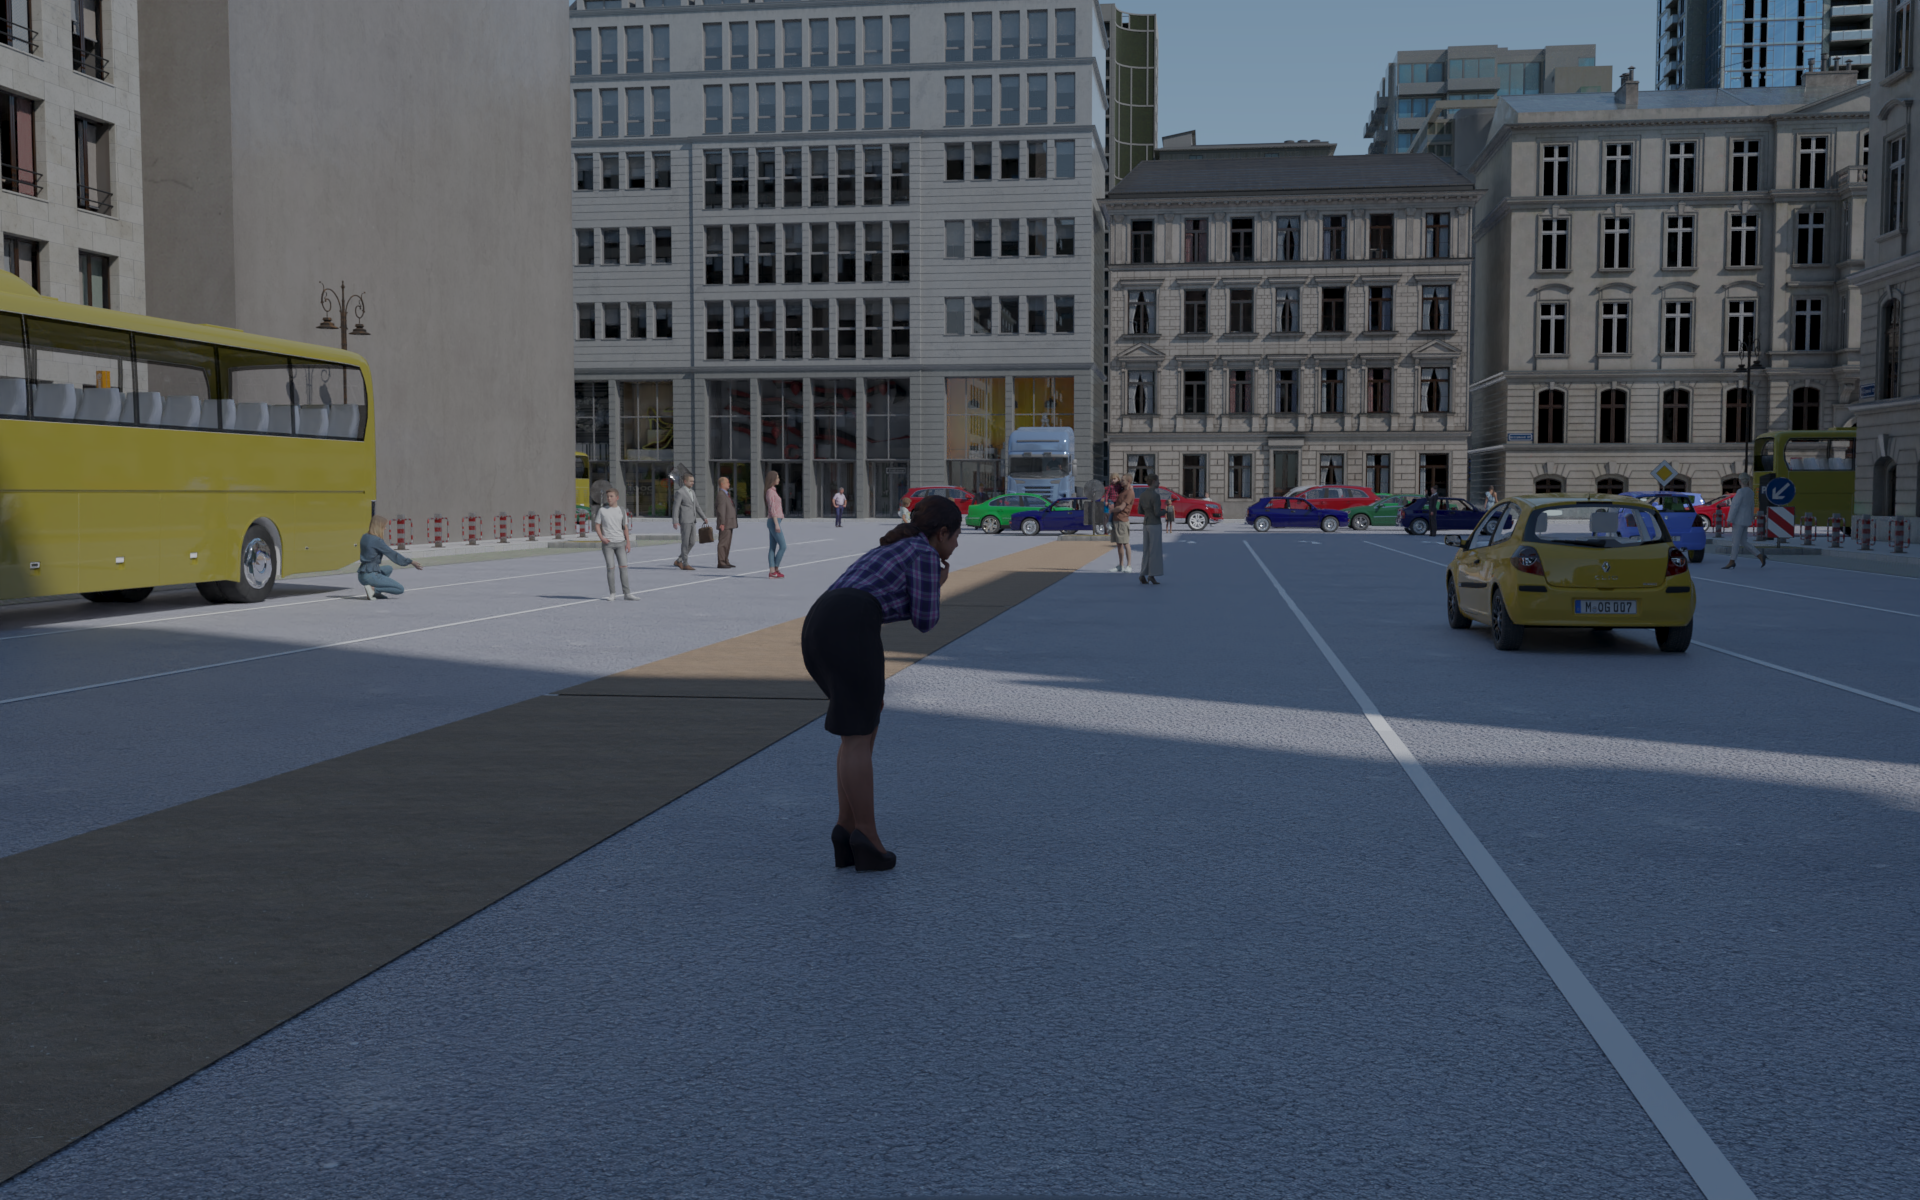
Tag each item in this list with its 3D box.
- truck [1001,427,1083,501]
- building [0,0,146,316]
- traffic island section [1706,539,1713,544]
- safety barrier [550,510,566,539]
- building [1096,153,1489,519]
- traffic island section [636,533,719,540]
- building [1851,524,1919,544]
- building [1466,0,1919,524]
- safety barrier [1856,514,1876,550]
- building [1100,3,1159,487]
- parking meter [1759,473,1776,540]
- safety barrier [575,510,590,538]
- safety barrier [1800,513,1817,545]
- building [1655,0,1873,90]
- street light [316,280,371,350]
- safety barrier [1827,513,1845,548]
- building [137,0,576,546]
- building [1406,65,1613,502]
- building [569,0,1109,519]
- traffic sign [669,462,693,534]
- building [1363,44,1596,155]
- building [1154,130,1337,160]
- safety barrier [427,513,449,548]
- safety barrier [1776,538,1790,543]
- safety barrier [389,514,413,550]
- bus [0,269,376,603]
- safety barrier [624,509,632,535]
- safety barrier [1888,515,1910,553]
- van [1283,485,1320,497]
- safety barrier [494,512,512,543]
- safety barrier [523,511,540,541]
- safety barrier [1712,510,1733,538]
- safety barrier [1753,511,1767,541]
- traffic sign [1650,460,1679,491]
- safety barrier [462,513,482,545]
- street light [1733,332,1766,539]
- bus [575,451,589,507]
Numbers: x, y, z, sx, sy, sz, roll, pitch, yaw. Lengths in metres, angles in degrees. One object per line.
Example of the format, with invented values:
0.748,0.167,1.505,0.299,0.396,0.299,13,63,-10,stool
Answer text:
4.234,-5.230,75.276,2.967,4.110,18.799,1,4,8,truck
-22.204,-10.467,25.894,10.420,20.320,16.860,1,4,8,building
20.609,-1.742,50.761,2.009,0.180,2.903,1,4,8,traffic island section
-11.390,-2.129,49.090,0.300,0.817,1.120,1,4,8,safety barrier
17.214,-13.919,92.206,19.286,19.102,10.561,1,4,8,building
-8.878,-2.001,55.000,2.009,0.180,2.903,1,4,8,traffic island section
27.840,-12.941,30.667,14.460,24.649,34.723,1,4,8,building
44.831,-16.506,88.964,34.723,24.649,14.460,1,4,8,building
20.651,-1.541,39.477,0.300,0.817,1.120,1,4,8,safety barrier
18.604,-50.063,256.781,20.611,71.187,20.563,1,4,8,building
22.494,-2.604,48.286,0.255,1.863,0.399,-1,4,-19,parking meter
-11.115,-2.246,50.992,0.300,0.817,1.120,1,4,8,safety barrier
21.200,-1.774,43.286,0.300,0.817,1.120,1,4,8,safety barrier
90.626,-53.519,187.701,31.000,86.520,22.319,1,4,8,building
-13.359,-3.968,37.664,0.468,5.910,1.993,1,4,8,street light
20.927,-1.657,41.375,0.300,0.817,1.120,1,4,8,safety barrier
-30.367,-14.835,47.072,34.151,26.468,19.350,1,4,8,building
55.498,-28.757,162.066,32.217,40.220,23.993,1,4,8,building
-7.173,-19.403,94.726,29.804,29.767,11.434,1,4,8,building
-8.853,-3.137,54.935,0.795,2.450,0.064,1,4,8,traffic sign
55.920,-34.854,189.476,23.786,49.044,30.456,1,4,8,building
42.917,-40.868,257.430,27.495,52.752,28.713,1,4,8,building
-12.491,-1.663,41.462,0.300,0.817,1.120,1,4,8,safety barrier
21.475,-1.891,45.186,0.300,0.817,1.120,1,4,8,safety barrier
-12.767,-1.546,39.560,0.300,0.817,1.120,1,4,8,safety barrier
-10.768,-1.744,20.061,2.896,3.916,12.252,0,4,8,bus
-10.568,-2.478,54.786,0.300,0.817,1.120,1,4,8,safety barrier
20.377,-1.425,37.575,0.300,0.817,1.120,1,4,8,safety barrier
15.790,-4.499,80.573,4.112,2.044,2.013,0,4,7,van
-11.939,-1.895,45.264,0.300,0.817,1.120,1,4,8,safety barrier
-11.666,-2.013,47.181,0.300,0.817,1.120,1,4,8,safety barrier
22.300,-2.240,50.907,0.300,0.817,1.120,1,4,8,safety barrier
21.748,-2.007,47.083,0.300,0.817,1.120,1,4,8,safety barrier
20.585,-2.877,50.687,0.795,2.450,0.064,1,4,8,traffic sign
-12.213,-1.779,43.367,0.300,0.817,1.120,1,4,8,safety barrier
22.520,-4.695,49.551,0.468,5.910,1.993,1,4,8,street light
-25.051,-5.875,87.606,12.252,3.916,2.896,0,4,7,bus
